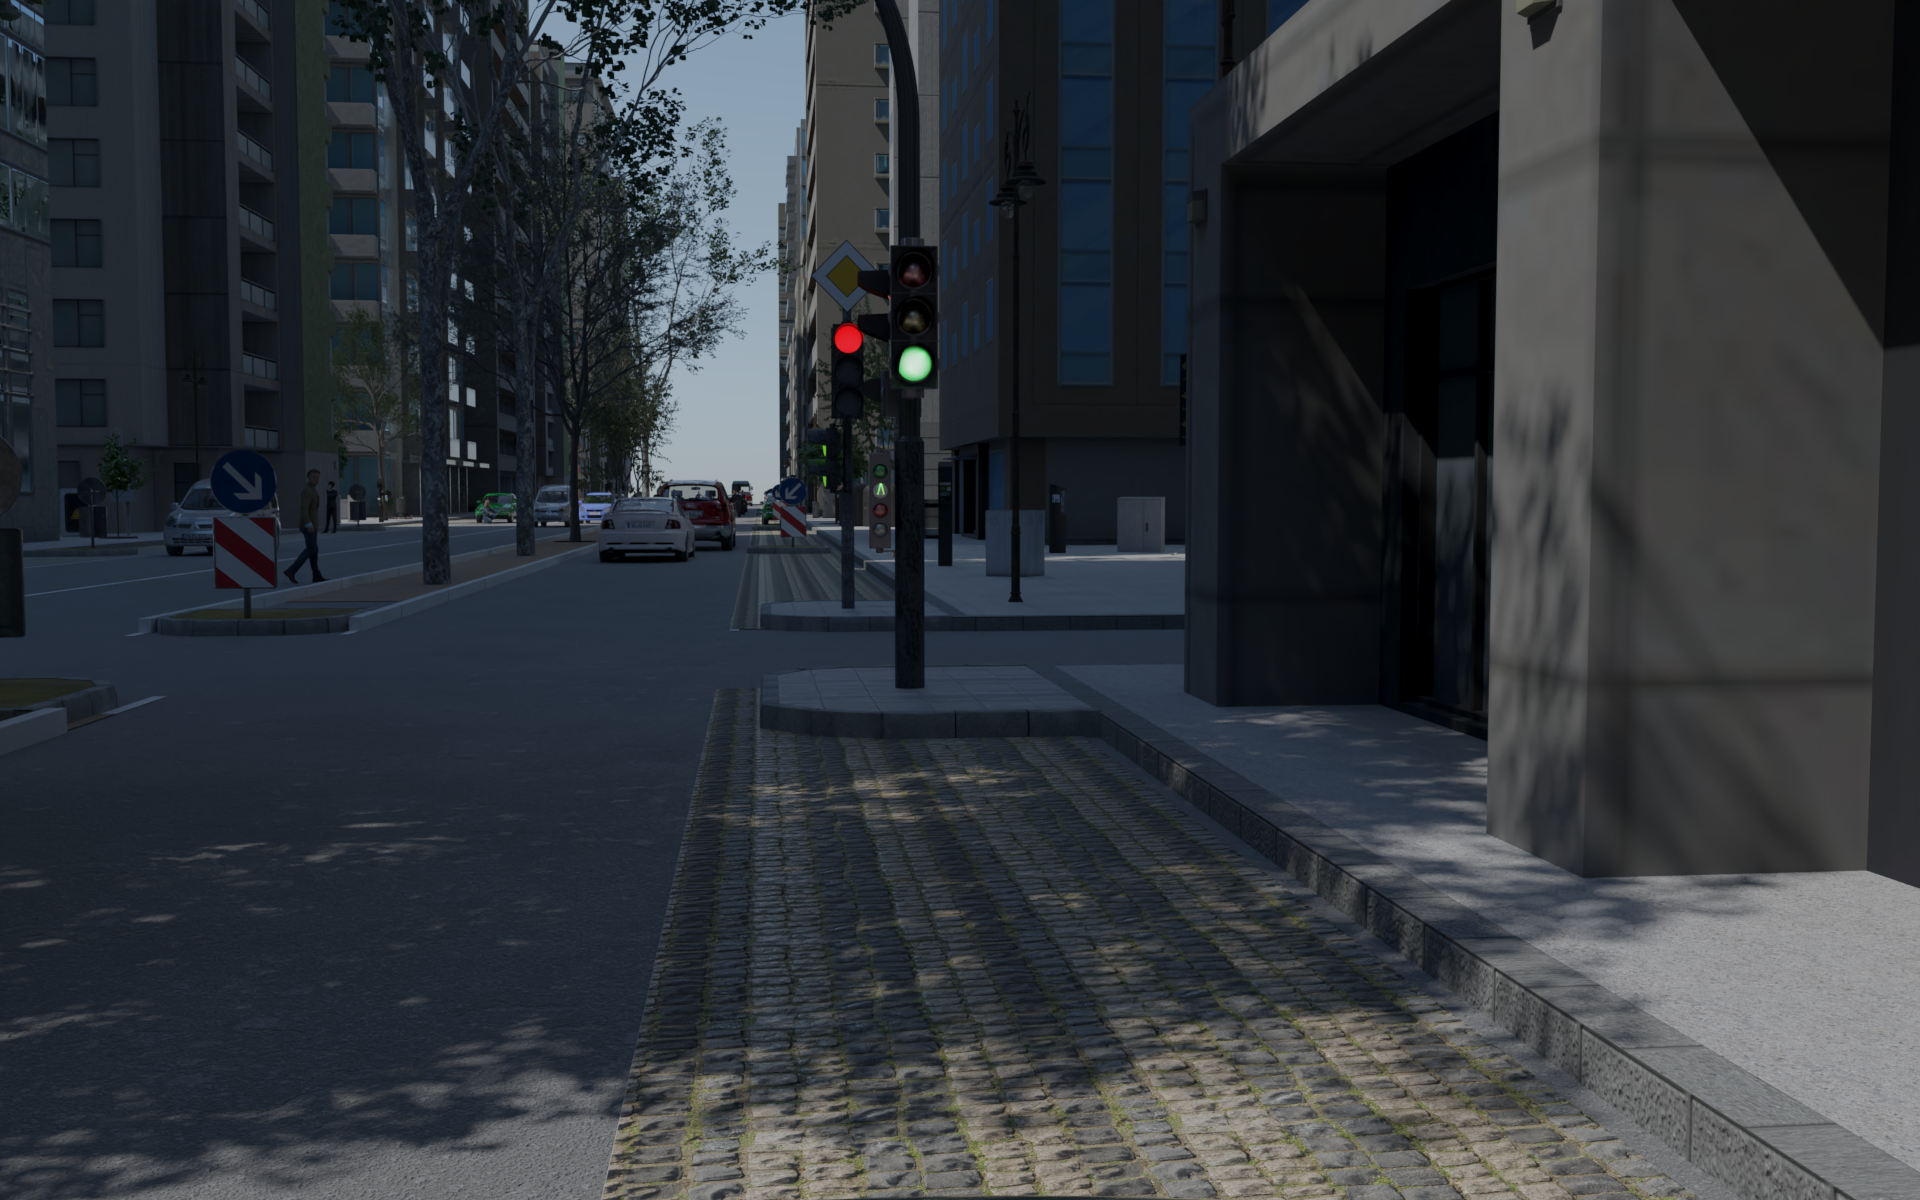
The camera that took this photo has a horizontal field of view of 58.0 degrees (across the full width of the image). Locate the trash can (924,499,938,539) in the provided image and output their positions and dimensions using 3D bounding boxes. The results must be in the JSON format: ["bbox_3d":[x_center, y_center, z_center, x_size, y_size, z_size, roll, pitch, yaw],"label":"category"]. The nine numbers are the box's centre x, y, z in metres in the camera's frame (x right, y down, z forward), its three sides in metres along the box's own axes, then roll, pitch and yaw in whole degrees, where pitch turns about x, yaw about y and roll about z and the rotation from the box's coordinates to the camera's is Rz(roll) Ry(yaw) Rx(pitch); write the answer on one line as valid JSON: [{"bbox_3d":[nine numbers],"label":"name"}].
[{"bbox_3d":[-0.809,-2.334,49.808,0.748,1.137,0.748,0,3,0],"label":"trash can"}]

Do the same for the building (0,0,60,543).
[{"bbox_3d":[-32.067,-43.784,28.544,22.319,86.520,31.000,0,4,-7],"label":"building"}]

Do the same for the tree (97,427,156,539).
[{"bbox_3d":[-24.305,-3.378,49.830,1.663,3.219,1.824,0,3,0],"label":"tree"}]

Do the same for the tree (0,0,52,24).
[{"bbox_3d":[-6.078,-5.878,5.210,9.857,13.997,8.962,0,3,0],"label":"tree"}]

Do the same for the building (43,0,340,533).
[{"bbox_3d":[-31.089,-23.066,60.726,14.154,41.232,14.086,0,4,-7],"label":"building"}]

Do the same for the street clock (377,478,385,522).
[{"bbox_3d":[-26.175,-4.509,78.290,0.358,2.002,0.471,0,4,-6],"label":"street clock"}]

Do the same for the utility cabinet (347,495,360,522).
[{"bbox_3d":[-27.772,-4.171,79.361,0.306,1.237,1.020,0,4,-6],"label":"utility cabinet"}]

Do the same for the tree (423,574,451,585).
[{"bbox_3d":[-6.964,-10.258,26.062,12.611,20.169,13.585,0,3,0],"label":"tree"}]

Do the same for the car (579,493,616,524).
[{"bbox_3d":[-17.583,-4.574,84.382,1.945,1.707,3.694,0,4,-5],"label":"car"}]

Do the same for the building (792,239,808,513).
[{"bbox_3d":[1.504,-17.642,133.485,27.650,21.520,28.899,0,4,-7],"label":"building"}]

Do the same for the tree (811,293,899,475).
[{"bbox_3d":[-3.014,-6.760,60.889,4.737,8.622,4.395,0,3,0],"label":"tree"}]

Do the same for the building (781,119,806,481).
[{"bbox_3d":[-11.207,-36.961,223.920,23.786,49.044,30.456,0,4,-7],"label":"building"}]

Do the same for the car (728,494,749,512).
[{"bbox_3d":[-17.889,-7.733,138.230,2.131,1.459,4.920,0,4,-8],"label":"car"}]

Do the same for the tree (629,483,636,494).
[{"bbox_3d":[-47.836,-15.674,250.876,1.663,3.219,1.824,0,3,0],"label":"tree"}]

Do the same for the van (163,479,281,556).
[{"bbox_3d":[-17.685,-2.115,41.584,2.013,2.044,4.112,0,4,-5],"label":"van"}]

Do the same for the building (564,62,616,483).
[{"bbox_3d":[-57.699,-38.293,215.324,28.713,52.752,27.495,0,4,-7],"label":"building"}]

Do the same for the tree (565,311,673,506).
[{"bbox_3d":[-13.881,-7.278,71.819,4.737,8.622,4.395,0,3,0],"label":"tree"}]

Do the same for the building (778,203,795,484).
[{"bbox_3d":[-18.659,-34.378,245.679,14.154,41.232,14.086,0,4,-7],"label":"building"}]

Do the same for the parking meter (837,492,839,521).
[{"bbox_3d":[-5.803,-4.573,83.184,0.372,1.533,0.369,0,3,0],"label":"parking meter"}]

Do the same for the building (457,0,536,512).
[{"bbox_3d":[-44.691,-31.046,131.296,21.300,48.544,21.600,0,4,-7],"label":"building"}]

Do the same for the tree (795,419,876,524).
[{"bbox_3d":[-5.342,-5.516,73.904,4.285,4.588,4.351,0,3,0],"label":"tree"}]

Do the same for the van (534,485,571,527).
[{"bbox_3d":[-17.767,-4.220,76.006,2.013,2.044,4.112,0,4,-5],"label":"van"}]

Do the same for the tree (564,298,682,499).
[{"bbox_3d":[-12.106,-6.647,61.501,4.360,8.622,3.978,0,3,0],"label":"tree"}]

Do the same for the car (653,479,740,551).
[{"bbox_3d":[-6.915,-2.238,45.263,2.281,1.827,5.304,0,4,-6],"label":"car"}]

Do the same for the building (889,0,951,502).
[{"bbox_3d":[7.280,-32.794,78.186,21.231,58.520,28.212,0,4,-7],"label":"building"}]

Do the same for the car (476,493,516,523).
[{"bbox_3d":[-23.169,-4.788,87.087,1.959,1.807,4.718,0,4,-6],"label":"car"}]

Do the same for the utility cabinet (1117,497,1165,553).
[{"bbox_3d":[3.982,-1.650,38.139,1.020,1.237,0.306,2,4,26],"label":"utility cabinet"}]

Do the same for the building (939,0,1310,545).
[{"bbox_3d":[6.988,-24.410,49.211,14.600,45.320,14.200,0,4,-7],"label":"building"}]

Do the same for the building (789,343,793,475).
[{"bbox_3d":[-5.023,-21.384,194.665,27.650,21.520,28.899,0,4,-7],"label":"building"}]

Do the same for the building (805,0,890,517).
[{"bbox_3d":[1.420,-29.572,107.202,21.300,48.544,21.600,0,4,-7],"label":"building"}]

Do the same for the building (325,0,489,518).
[{"bbox_3d":[-42.363,-29.681,104.893,23.786,49.044,30.456,0,4,-7],"label":"building"}]

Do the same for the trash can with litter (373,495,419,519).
[{"bbox_3d":[-28.879,-4.741,88.571,2.233,1.210,1.678,1,4,14],"label":"trash can with litter"}]

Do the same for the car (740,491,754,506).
[{"bbox_3d":[-25.420,-11.929,203.711,2.281,1.827,5.304,0,4,-6],"label":"car"}]

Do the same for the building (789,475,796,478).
[{"bbox_3d":[0.401,-28.592,159.358,32.217,40.220,23.993,0,4,-7],"label":"building"}]

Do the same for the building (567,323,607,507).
[{"bbox_3d":[-53.677,-20.961,187.746,27.650,21.520,28.899,0,4,-7],"label":"building"}]

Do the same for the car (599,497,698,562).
[{"bbox_3d":[-6.820,-1.565,37.952,2.083,1.381,4.827,0,4,-6],"label":"car"}]

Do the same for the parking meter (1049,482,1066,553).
[{"bbox_3d":[2.118,-1.784,37.577,0.372,1.533,0.369,0,3,0],"label":"parking meter"}]

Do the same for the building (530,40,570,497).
[{"bbox_3d":[-42.087,-28.579,150.860,14.154,41.232,14.086,0,4,-7],"label":"building"}]

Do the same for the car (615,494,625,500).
[{"bbox_3d":[-30.987,-8.926,156.159,2.015,1.641,3.980,0,4,-5],"label":"car"}]

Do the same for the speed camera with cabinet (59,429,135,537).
[{"bbox_3d":[-26.171,-3.558,52.506,2.038,3.252,0.660,-2,4,-27],"label":"speed camera with cabinet"}]

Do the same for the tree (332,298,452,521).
[{"bbox_3d":[-28.020,-9.090,83.037,7.601,10.594,8.767,-1,4,-13],"label":"tree"}]

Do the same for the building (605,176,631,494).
[{"bbox_3d":[-52.795,-35.899,237.059,14.600,45.320,14.200,0,4,-7],"label":"building"}]

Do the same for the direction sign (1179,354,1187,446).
[{"bbox_3d":[3.988,-2.204,28.029,0.876,3.537,0.379,1,4,15],"label":"direction sign"}]

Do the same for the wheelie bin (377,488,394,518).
[{"bbox_3d":[-30.224,-5.091,91.152,0.693,1.594,0.980,-3,5,-43],"label":"wheelie bin"}]

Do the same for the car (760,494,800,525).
[{"bbox_3d":[-8.478,-4.476,81.979,1.959,1.807,4.718,-1,4,-8],"label":"car"}]

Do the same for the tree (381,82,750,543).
[{"bbox_3d":[-11.438,-8.452,51.010,12.009,13.543,11.850,0,3,0],"label":"tree"}]

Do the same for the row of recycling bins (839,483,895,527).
[{"bbox_3d":[-3.574,-3.746,68.360,1.069,1.692,3.534,-3,5,-40],"label":"row of recycling bins"}]

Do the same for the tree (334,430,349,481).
[{"bbox_3d":[-27.349,-5.472,73.178,4.285,4.588,4.351,0,3,0],"label":"tree"}]

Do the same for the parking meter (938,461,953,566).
[{"bbox_3d":[-0.262,-1.538,30.850,0.255,1.863,0.399,0,4,0],"label":"parking meter"}]

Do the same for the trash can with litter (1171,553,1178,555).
[{"bbox_3d":[5.462,-1.515,35.835,2.233,1.210,1.678,3,4,36],"label":"trash can with litter"}]
